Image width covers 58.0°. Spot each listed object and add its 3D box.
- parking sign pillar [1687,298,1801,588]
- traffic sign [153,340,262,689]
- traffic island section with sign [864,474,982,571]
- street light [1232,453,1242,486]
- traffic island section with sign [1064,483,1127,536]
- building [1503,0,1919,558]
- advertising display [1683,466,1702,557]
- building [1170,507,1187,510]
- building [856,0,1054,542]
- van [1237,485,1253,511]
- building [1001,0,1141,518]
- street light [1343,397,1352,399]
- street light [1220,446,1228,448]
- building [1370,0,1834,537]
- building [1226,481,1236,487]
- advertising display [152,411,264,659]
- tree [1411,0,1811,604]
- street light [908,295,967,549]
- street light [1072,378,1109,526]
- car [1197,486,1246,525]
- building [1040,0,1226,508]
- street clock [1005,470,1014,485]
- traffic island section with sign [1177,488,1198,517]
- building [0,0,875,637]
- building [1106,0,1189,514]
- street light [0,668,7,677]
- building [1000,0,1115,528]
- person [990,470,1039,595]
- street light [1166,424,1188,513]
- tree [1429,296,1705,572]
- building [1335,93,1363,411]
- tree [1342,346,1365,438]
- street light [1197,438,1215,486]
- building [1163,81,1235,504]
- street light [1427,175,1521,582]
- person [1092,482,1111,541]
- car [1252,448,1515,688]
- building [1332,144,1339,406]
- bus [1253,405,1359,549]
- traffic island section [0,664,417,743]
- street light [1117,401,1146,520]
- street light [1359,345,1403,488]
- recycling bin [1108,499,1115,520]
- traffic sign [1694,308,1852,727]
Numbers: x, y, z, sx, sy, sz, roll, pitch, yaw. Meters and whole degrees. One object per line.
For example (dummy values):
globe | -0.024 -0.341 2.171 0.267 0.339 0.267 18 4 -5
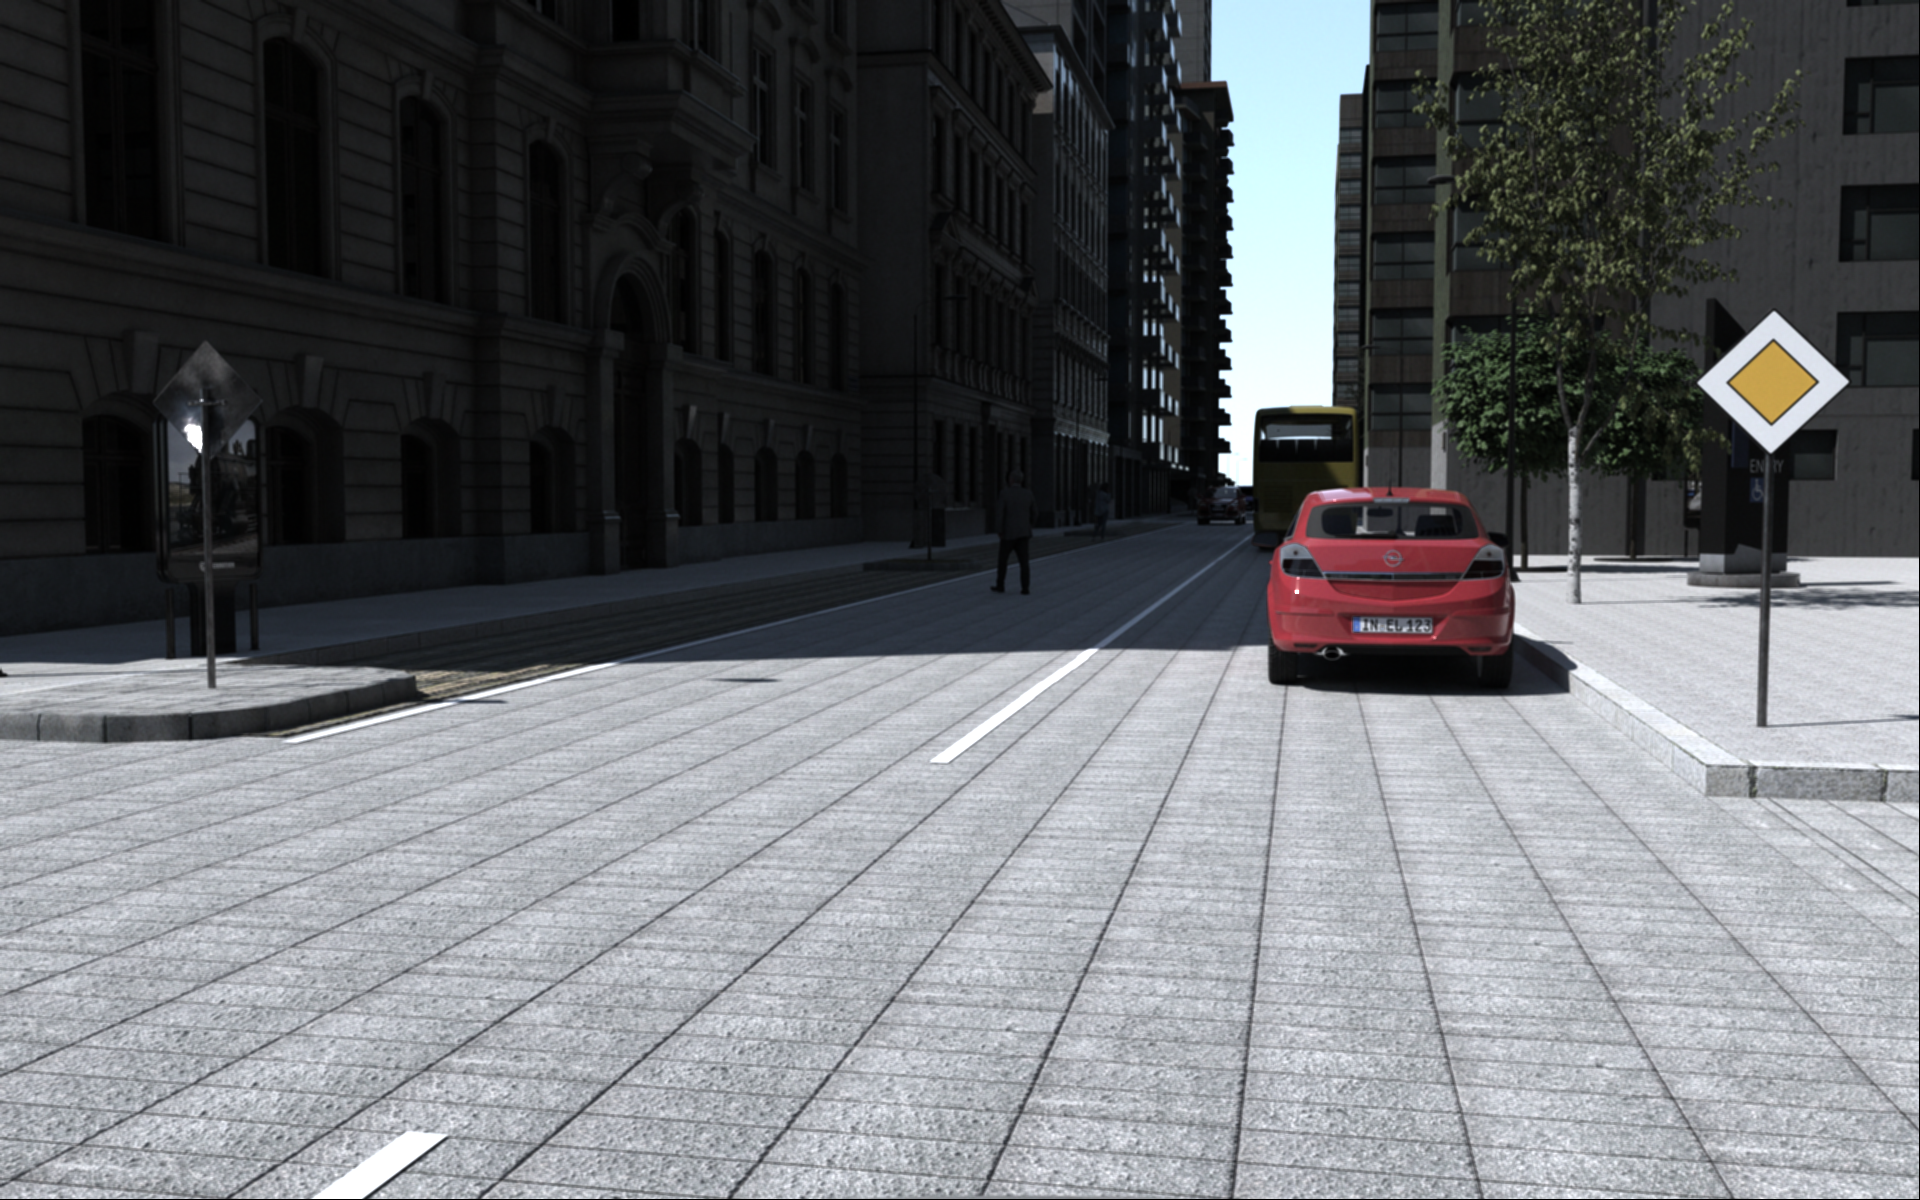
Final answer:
parking sign pillar | 10.955 -2.180 24.116 1.447 3.967 1.447 -2 4 -28
traffic sign | -4.938 -0.473 11.375 0.795 2.450 0.064 1 4 11
traffic island section with sign | -0.632 -1.485 32.914 1.989 1.847 2.006 1 4 11
street light | 31.238 -13.811 198.351 1.470 5.913 1.316 1 4 11
traffic island section with sign | 4.671 -3.102 59.345 1.989 1.847 2.006 1 4 11
building | 18.510 -16.477 41.100 14.160 30.474 14.107 1 4 11
advertising display | 15.293 -1.843 35.351 0.974 1.923 0.123 1 4 10
building | 4.937 -28.046 150.431 32.217 40.220 23.993 1 4 11
building | -3.621 -11.695 55.833 10.561 19.102 19.286 1 4 11
van | 19.922 -7.028 119.291 2.240 2.365 5.245 1 4 12
building | -0.331 -40.245 96.265 20.563 71.187 20.611 1 4 11
street light | 18.996 -6.745 82.827 1.470 5.913 1.316 1 4 11
street light | 25.415 -12.016 169.005 1.470 5.913 1.316 1 4 11
building | 22.069 -17.833 63.271 14.160 30.474 14.107 1 4 11
building | 20.617 -33.060 232.416 32.217 40.220 23.993 1 4 11
advertising display | -5.971 -0.525 13.801 0.123 1.923 0.974 1 4 23
tree | 7.155 -4.246 19.786 4.737 8.622 4.395 0 3 0
street light | -0.516 -4.166 40.653 1.470 5.913 1.316 1 4 11
street light | 5.242 -5.925 69.414 1.470 5.913 1.316 1 4 11
car | 12.388 -4.471 81.773 2.281 1.827 5.304 1 4 13
building | 21.510 -46.998 206.665 20.563 71.187 20.611 1 4 11
street clock | 1.624 -2.927 52.419 0.471 2.002 0.358 3 5 42
traffic island section with sign | 14.765 -6.172 109.547 1.989 1.847 2.006 1 4 11
building | -10.936 -12.854 29.248 14.460 24.649 34.723 1 4 11
building | 3.820 -30.757 122.487 23.786 49.044 30.456 1 4 11
street light | -6.345 -2.404 11.848 1.470 5.913 1.316 1 4 11
building | 0.710 -13.754 74.023 9.793 20.994 18.267 1 4 11
person | 0.761 -0.984 24.981 0.661 1.777 0.834 -2 4 -28
street light | 14.463 -8.734 115.346 1.470 5.913 1.316 1 4 11
tree | 9.542 -2.766 28.946 4.285 4.588 4.351 0 3 0
building | 46.107 -30.309 179.140 14.154 41.232 14.086 1 4 11
tree | 19.760 -7.875 79.119 4.360 8.622 3.978 0 3 0
street light | 20.403 -10.537 144.824 1.470 5.913 1.316 1 4 11
building | 17.329 -32.309 182.879 22.147 44.769 28.867 1 4 11
street light | 7.506 -3.227 25.300 1.470 5.913 1.316 1 4 11
person | 4.272 -2.668 52.381 0.793 1.790 0.793 2 4 29
car | 3.497 -0.327 14.385 2.155 1.783 4.494 1 4 11
building | 59.765 -36.848 226.169 21.300 48.544 21.600 1 4 11
bus | 9.535 -3.444 47.864 2.896 3.916 12.252 1 4 11
traffic island section | -4.963 0.663 11.442 2.009 0.180 2.903 1 4 11
street light | 8.596 -6.977 86.608 1.470 5.913 1.316 1 4 11
street light | 13.202 -4.987 54.074 1.470 5.913 1.316 1 4 11
recycling bin | 7.303 -4.485 85.886 0.722 1.027 0.722 0 4 4
traffic sign | 4.415 -0.357 9.481 0.795 2.450 0.064 1 4 11
